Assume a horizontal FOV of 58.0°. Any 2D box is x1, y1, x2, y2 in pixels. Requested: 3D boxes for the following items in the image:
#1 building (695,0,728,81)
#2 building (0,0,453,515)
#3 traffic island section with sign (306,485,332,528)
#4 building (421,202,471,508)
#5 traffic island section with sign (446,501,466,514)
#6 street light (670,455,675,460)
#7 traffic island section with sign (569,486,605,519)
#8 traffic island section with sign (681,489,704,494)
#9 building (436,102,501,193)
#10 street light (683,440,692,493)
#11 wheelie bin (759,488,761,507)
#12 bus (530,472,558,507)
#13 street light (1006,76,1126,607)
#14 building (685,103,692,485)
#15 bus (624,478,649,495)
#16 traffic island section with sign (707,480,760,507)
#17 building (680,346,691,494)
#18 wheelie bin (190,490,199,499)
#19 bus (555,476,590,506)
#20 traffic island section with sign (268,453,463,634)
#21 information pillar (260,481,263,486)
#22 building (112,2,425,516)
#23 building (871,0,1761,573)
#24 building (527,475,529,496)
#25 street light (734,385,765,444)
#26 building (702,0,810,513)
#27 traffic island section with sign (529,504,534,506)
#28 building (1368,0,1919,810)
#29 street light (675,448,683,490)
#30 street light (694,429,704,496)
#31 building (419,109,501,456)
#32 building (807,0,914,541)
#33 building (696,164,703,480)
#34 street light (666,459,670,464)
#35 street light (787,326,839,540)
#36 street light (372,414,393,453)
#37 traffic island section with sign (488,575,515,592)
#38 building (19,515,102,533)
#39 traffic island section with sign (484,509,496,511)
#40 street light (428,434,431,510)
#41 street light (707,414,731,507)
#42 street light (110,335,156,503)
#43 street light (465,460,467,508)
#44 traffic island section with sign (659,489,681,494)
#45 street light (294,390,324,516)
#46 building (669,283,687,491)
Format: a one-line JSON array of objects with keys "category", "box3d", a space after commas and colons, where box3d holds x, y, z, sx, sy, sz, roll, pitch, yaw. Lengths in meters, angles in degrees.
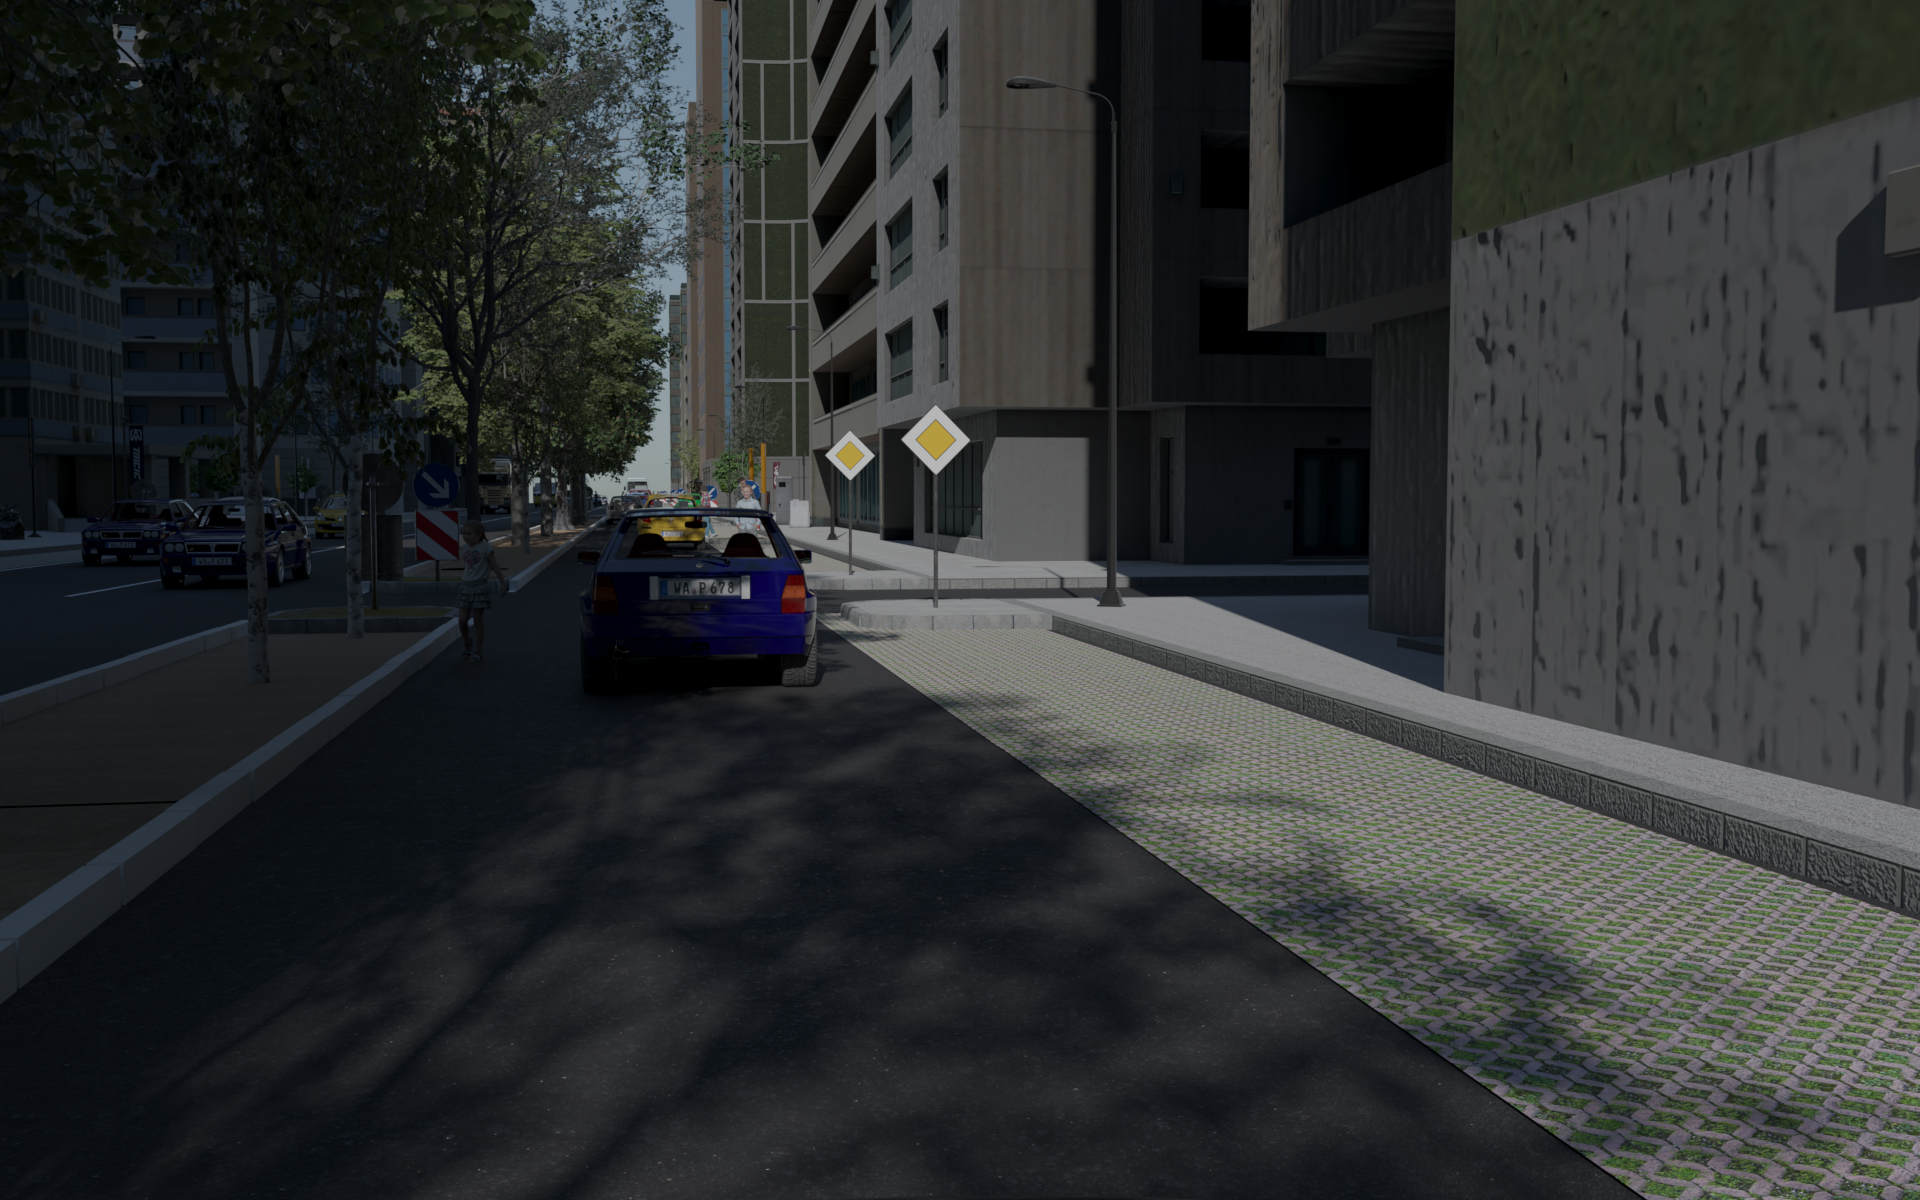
[{"category": "building", "box3d": [-14.271, -30.072, 141.791, 14.600, 45.320, 14.200, -1, 4, -10]}, {"category": "building", "box3d": [-56.949, -27.044, 134.058, 32.217, 40.220, 23.993, -1, 4, -10]}, {"category": "traffic island section with sign", "box3d": [-26.897, -3.947, 73.155, 1.989, 1.847, 2.006, -1, 4, -10]}, {"category": "building", "box3d": [-51.548, -23.458, 155.236, 14.160, 30.474, 14.107, -1, 4, -10]}, {"category": "traffic island section with sign", "box3d": [-36.131, -6.983, 122.805, 1.989, 1.847, 2.006, -1, 4, -10]}, {"category": "street light", "box3d": [-33.227, -14.204, 204.780, 1.470, 5.913, 1.316, -1, 4, -10]}, {"category": "traffic island section with sign", "box3d": [-21.496, -5.607, 99.817, 2.006, 1.907, 1.989, -1, 4, -10]}, {"category": "traffic island section with sign", "box3d": [-11.150, -4.143, 76.364, 1.989, 1.847, 2.006, -1, 4, -10]}, {"category": "building", "box3d": [-66.723, -36.266, 216.647, 21.300, 48.544, 21.600, -1, 4, -10]}, {"category": "street light", "box3d": [-22.967, -10.836, 149.708, 1.470, 5.913, 1.316, -1, 4, -10]}, {"category": "wheelie bin", "box3d": [-11.154, -5.386, 95.969, 0.693, 1.594, 0.980, 2, 4, 34]}, {"category": "bus", "box3d": [-45.558, -12.222, 191.375, 2.896, 3.916, 12.252, -1, 4, -10]}, {"category": "street light", "box3d": [1.199, -2.875, 19.541, 1.470, 5.913, 1.316, -1, 4, -10]}, {"category": "building", "box3d": [-23.600, -33.338, 195.190, 14.600, 45.320, 14.200, -1, 4, -10]}, {"category": "bus", "box3d": [-38.045, -12.784, 203.873, 2.948, 3.499, 13.247, -1, 4, -11]}, {"category": "traffic island section with sign", "box3d": [-6.227, -2.522, 49.860, 1.989, 1.847, 2.006, -1, 4, -10]}, {"category": "building", "box3d": [-20.899, -22.829, 218.293, 27.650, 21.520, 28.899, -1, 4, -10]}, {"category": "wheelie bin", "box3d": [-41.573, -5.281, 94.250, 0.693, 1.594, 0.980, -3, 4, -37]}, {"category": "bus", "box3d": [-37.426, -10.585, 167.919, 2.948, 3.499, 13.247, -1, 4, -10]}, {"category": "traffic island section with sign", "box3d": [-6.412, -0.643, 18.656, 2.006, 1.907, 1.989, -1, 4, -10]}, {"category": "information pillar", "box3d": [-38.475, -5.540, 95.078, 0.304, 2.012, 0.304, 1, 4, 9]}, {"category": "building", "box3d": [-46.757, -34.672, 108.888, 21.231, 58.520, 28.212, -1, 4, -10]}, {"category": "building", "box3d": [5.972, -16.175, 36.163, 14.107, 30.474, 14.160, -1, 4, -10]}, {"category": "building", "box3d": [-66.817, -28.459, 237.006, 14.160, 30.474, 14.107, -1, 4, -10]}, {"category": "street light", "box3d": [-8.959, -6.224, 74.304, 1.470, 5.913, 1.316, -1, 4, -10]}, {"category": "building", "box3d": [-8.029, -41.936, 123.905, 20.563, 71.187, 20.611, -1, 4, -10]}, {"category": "traffic island section with sign", "box3d": [-56.018, -13.527, 229.787, 1.989, 1.847, 2.006, -1, 4, -10]}, {"category": "building", "box3d": [9.644, -14.795, 13.598, 14.160, 30.474, 14.107, -1, 4, -10]}, {"category": "street light", "box3d": [-27.954, -12.473, 176.469, 1.470, 5.913, 1.316, -1, 4, -10]}, {"category": "street light", "box3d": [-18.057, -9.230, 123.452, 1.470, 5.913, 1.316, -1, 4, -10]}, {"category": "building", "box3d": [-62.741, -32.860, 191.883, 22.147, 44.769, 28.867, -1, 4, -10]}, {"category": "building", "box3d": [6.468, -26.586, 58.383, 21.300, 48.544, 21.600, -1, 4, -10]}, {"category": "building", "box3d": [-13.472, -31.143, 163.816, 22.147, 44.769, 28.867, -1, 4, -10]}, {"category": "street light", "box3d": [-38.278, -15.870, 232.016, 1.470, 5.913, 1.316, -1, 4, -10]}, {"category": "street light", "box3d": [-4.091, -4.618, 48.040, 1.470, 5.913, 1.316, -1, 4, -10]}, {"category": "street light", "box3d": [-33.302, -7.790, 99.907, 1.470, 5.913, 1.316, -1, 4, -10]}, {"category": "traffic island section with sign", "box3d": [-7.756, -1.089, 25.941, 2.006, 1.907, 1.989, -1, 4, -10]}, {"category": "building", "box3d": [-45.346, -22.656, 62.309, 32.217, 40.220, 23.993, -1, 4, -10]}, {"category": "traffic island section with sign", "box3d": [-41.063, -8.604, 149.307, 1.989, 1.847, 2.006, -1, 4, -10]}, {"category": "street light", "box3d": [-38.362, -9.441, 126.907, 1.470, 5.913, 1.316, -1, 4, -10]}, {"category": "street light", "box3d": [-13.991, -7.863, 101.099, 1.470, 5.913, 1.316, -1, 4, -10]}, {"category": "street light", "box3d": [-24.153, -4.773, 50.581, 1.470, 5.913, 1.316, -1, 4, -10]}, {"category": "street light", "box3d": [-43.417, -11.104, 154.097, 1.470, 5.913, 1.316, -1, 4, -10]}, {"category": "traffic island section with sign", "box3d": [-25.256, -8.783, 152.224, 1.989, 1.847, 2.006, -1, 4, -10]}, {"category": "street light", "box3d": [-29.199, -6.428, 77.634, 1.470, 5.913, 1.316, -1, 4, -10]}, {"category": "building", "box3d": [-35.095, -29.348, 251.541, 14.160, 30.474, 14.107, -1, 4, -10]}]
